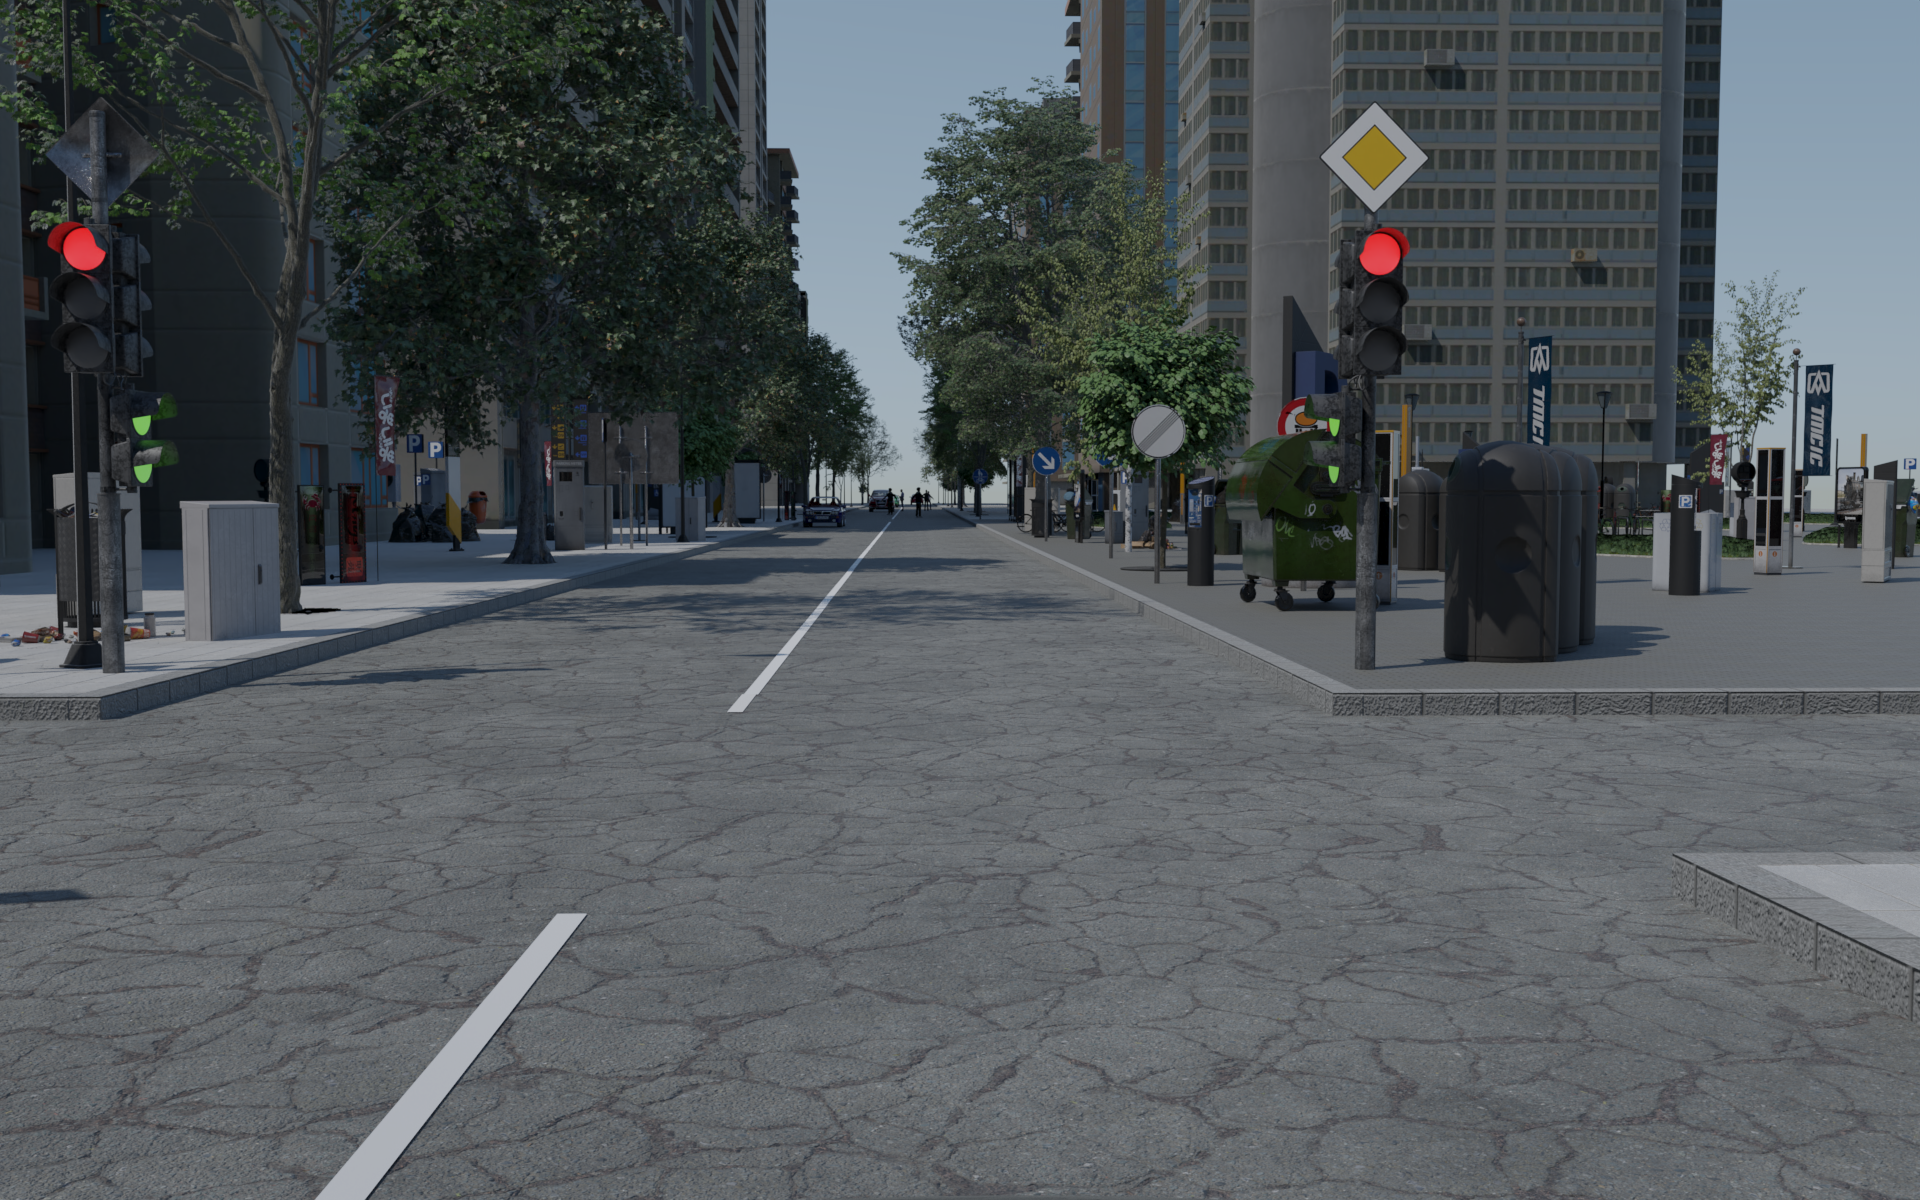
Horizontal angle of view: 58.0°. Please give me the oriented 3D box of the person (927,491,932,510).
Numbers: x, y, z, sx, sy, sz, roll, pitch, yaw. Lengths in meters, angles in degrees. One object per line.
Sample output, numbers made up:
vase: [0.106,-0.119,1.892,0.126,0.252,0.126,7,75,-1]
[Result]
person: [-2.844,-9.079,157.882,0.436,1.711,0.756,-3,5,-44]

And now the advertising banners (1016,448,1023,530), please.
advertising banners: [2.520,-4.043,62.286,0.090,3.025,2.074,2,4,35]

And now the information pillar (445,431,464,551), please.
information pillar: [-11.325,-2.895,38.695,0.183,3.616,0.504,1,4,16]

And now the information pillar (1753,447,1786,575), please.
information pillar: [12.817,-1.403,27.426,0.304,2.012,0.304,-1,4,-16]

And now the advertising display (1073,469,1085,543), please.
advertising display: [3.129,-2.466,45.527,0.123,1.923,0.974,0,4,-6]

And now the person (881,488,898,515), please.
person: [-4.855,-6.845,120.048,1.348,1.869,0.705,-2,4,-35]

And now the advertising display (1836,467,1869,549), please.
advertising display: [21.078,-2.185,40.939,0.123,1.923,0.974,-1,4,-9]

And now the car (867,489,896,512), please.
car: [-6.319,-8.032,139.995,2.281,1.827,5.304,0,4,-1]

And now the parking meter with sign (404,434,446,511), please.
parking meter with sign: [-15.515,-3.354,51.102,0.543,3.016,1.738,1,4,21]

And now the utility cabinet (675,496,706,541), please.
utility cabinet: [-7.368,-2.210,47.297,1.020,1.237,0.306,3,5,44]

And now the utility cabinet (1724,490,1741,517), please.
utility cabinet: [37.441,-4.582,83.600,1.173,1.500,0.318,0,4,-3]

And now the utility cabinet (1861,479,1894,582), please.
utility cabinet: [13.467,-1.022,25.391,0.318,1.500,1.173,2,4,33]

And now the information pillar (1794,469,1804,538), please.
information pillar: [24.776,-2.860,51.261,0.304,2.012,0.304,1,4,21]

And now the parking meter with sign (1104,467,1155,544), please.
parking meter with sign: [4.523,-2.988,45.107,1.738,3.016,0.543,-3,5,-40]

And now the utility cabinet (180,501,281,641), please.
utility cabinet: [-6.525,-0.269,15.555,0.306,1.237,1.020,1,4,12]

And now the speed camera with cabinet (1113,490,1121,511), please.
speed camera with cabinet: [7.270,-4.980,75.756,0.660,3.252,2.038,-2,4,-24]

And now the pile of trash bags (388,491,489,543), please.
pile of trash bags: [-13.902,-2.286,47.130,1.912,1.369,3.447,1,4,16]

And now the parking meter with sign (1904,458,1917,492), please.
parking meter with sign: [45.829,-5.349,83.710,0.543,3.016,1.738,2,4,32]

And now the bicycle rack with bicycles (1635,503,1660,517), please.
bicycle rack with bicycles: [28.704,-3.611,72.427,2.925,0.926,2.852,2,4,34]

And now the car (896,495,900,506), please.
car: [-8.357,-12.266,212.917,2.083,1.381,4.827,0,4,-2]

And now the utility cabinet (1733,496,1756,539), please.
utility cabinet: [21.827,-2.229,47.604,1.020,1.237,0.306,0,4,-2]

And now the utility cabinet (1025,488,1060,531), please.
utility cabinet: [2.816,-3.089,59.181,1.173,1.500,0.318,1,4,15]

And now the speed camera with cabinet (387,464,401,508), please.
speed camera with cabinet: [-17.347,-3.423,50.296,2.038,3.252,0.660,0,4,-2]

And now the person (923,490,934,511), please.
person: [-2.894,-8.581,148.823,1.348,1.821,0.705,0,4,-3]

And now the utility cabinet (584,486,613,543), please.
utility cabinet: [-9.618,-2.218,44.936,1.173,1.500,0.318,0,4,-6]

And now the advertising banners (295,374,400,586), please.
advertising banners: [-8.790,-1.758,24.935,0.090,3.025,2.074,2,4,26]

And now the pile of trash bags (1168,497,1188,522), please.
pile of trash bags: [10.689,-4.213,78.640,1.912,1.369,3.447,0,4,-6]

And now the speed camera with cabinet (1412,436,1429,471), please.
speed camera with cabinet: [16.349,-3.967,59.192,2.038,3.252,0.660,2,4,24]

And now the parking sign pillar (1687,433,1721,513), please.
parking sign pillar: [33.057,-5.415,77.010,1.447,3.967,1.447,0,4,0]

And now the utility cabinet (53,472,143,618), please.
utility cabinet: [-9.013,-0.577,18.117,0.318,1.500,1.173,0,4,2]

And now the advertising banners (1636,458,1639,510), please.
advertising banners: [32.289,-5.283,82.557,0.090,3.025,2.074,1,4,23]

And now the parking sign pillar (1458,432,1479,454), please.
parking sign pillar: [22.034,-5.262,74.506,1.447,3.967,1.447,-2,4,-31]

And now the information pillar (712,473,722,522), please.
information pillar: [-11.098,-5.364,79.053,0.504,3.616,0.183,3,4,39]

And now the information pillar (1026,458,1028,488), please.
information pillar: [2.937,-5.096,74.680,0.183,3.616,0.504,-1,4,-9]

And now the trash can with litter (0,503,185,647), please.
trash can with litter: [-8.065,-0.262,15.338,2.233,1.210,1.678,0,3,0]

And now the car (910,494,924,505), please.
car: [-5.759,-13.668,232.507,2.155,1.783,4.494,0,4,-1]

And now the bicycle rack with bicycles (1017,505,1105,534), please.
bicycle rack with bicycles: [3.339,-2.690,57.368,2.925,0.926,2.852,0,4,8]

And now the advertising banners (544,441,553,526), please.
advertising banners: [-13.073,-3.685,56.435,0.090,3.025,2.074,-3,4,-38]

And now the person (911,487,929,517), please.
person: [-2.524,-6.006,106.330,1.348,1.869,0.705,3,4,37]

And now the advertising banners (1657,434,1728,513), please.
advertising banners: [21.520,-3.348,50.920,0.090,3.025,2.074,-3,5,-40]

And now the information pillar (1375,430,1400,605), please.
information pillar: [4.917,-0.958,20.149,0.304,2.012,0.304,2,4,28]

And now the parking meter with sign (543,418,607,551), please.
parking meter with sign: [-8.946,-2.648,39.554,1.738,3.016,0.543,-1,4,-15]

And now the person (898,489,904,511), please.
person: [-4.949,-8.317,144.358,0.599,1.838,0.709,-1,4,-13]

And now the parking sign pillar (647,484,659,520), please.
parking sign pillar: [-14.983,-5.975,86.166,1.447,3.967,1.447,1,4,20]

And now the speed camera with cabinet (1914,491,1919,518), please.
speed camera with cabinet: [49.347,-5.712,87.733,2.038,3.252,0.660,1,4,21]

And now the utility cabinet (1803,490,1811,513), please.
utility cabinet: [40.882,-4.601,83.909,0.318,1.500,1.173,3,5,44]

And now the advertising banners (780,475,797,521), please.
advertising banners: [-8.453,-5.403,84.533,0.090,3.025,2.074,-2,4,-30]

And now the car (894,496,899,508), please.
car: [-7.462,-10.733,184.284,1.959,1.807,4.718,0,4,-3]

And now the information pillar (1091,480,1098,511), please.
information pillar: [6.859,-5.115,88.121,0.304,2.012,0.304,1,4,16]

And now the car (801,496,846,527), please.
car: [-5.925,-3.861,75.707,1.945,1.354,3.894,0,4,-1]
